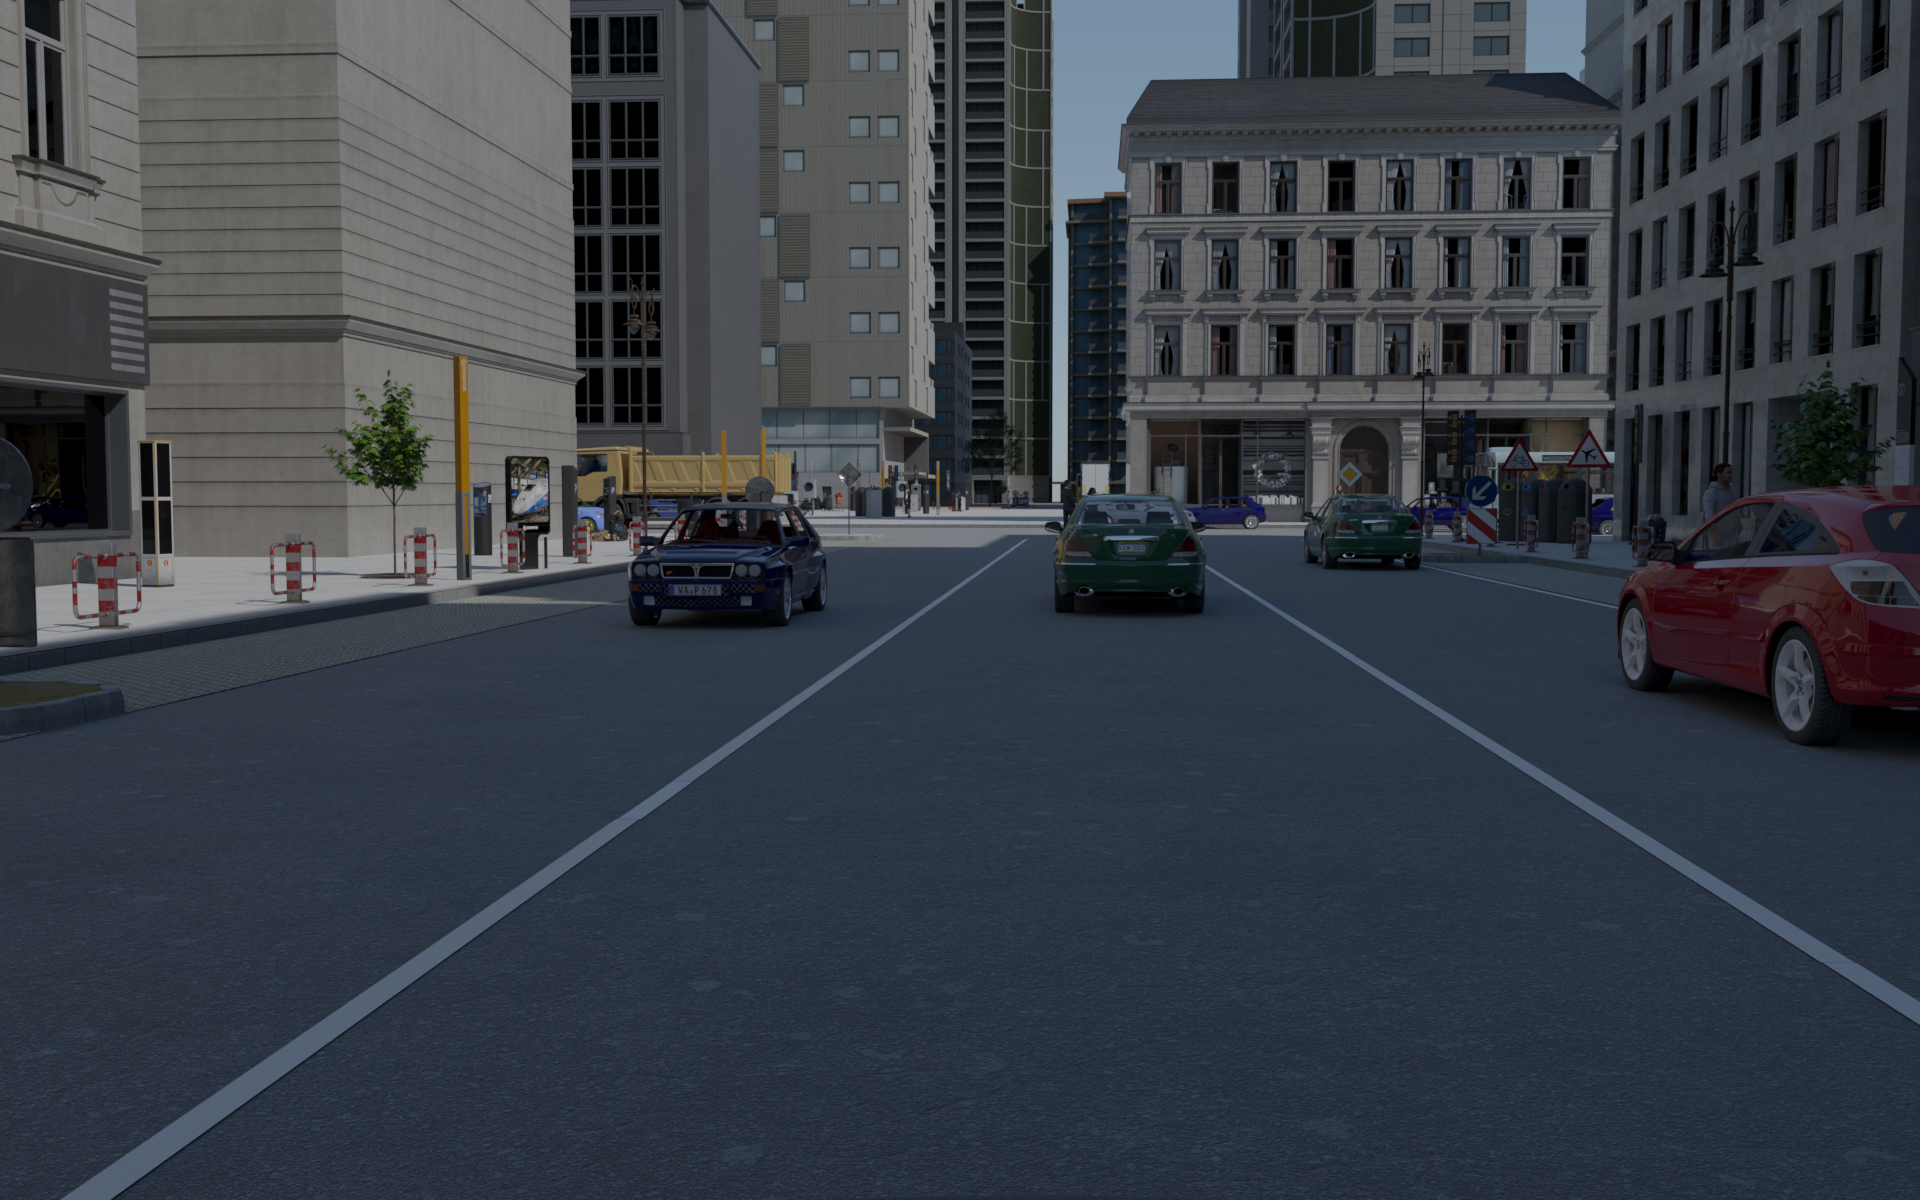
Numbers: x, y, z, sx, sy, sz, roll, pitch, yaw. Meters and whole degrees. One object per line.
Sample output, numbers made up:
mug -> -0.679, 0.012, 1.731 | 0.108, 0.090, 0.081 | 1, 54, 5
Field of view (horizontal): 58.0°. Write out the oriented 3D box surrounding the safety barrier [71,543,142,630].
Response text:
safety barrier -> -8.100, -0.134, 16.462 | 0.300, 0.817, 1.120 | 0, 4, 4

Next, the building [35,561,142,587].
building -> -21.781, -14.122, 7.309 | 17.030, 29.872, 44.131 | 0, 4, 4

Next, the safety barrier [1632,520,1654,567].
safety barrier -> 11.995, -0.988, 30.423 | 0.300, 0.817, 1.120 | 0, 4, 4

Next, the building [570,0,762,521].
building -> -23.051, -17.928, 86.623 | 24.014, 27.812, 14.314 | 0, 4, 4

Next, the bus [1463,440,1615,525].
bus -> 24.972, -4.239, 64.165 | 13.247, 3.499, 2.948 | 0, 4, 6

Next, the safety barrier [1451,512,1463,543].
safety barrier -> 13.151, -1.928, 45.803 | 0.300, 0.817, 1.120 | 0, 4, 4

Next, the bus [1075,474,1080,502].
bus -> 13.717, -11.828, 184.927 | 2.896, 3.916, 12.252 | 0, 4, 4

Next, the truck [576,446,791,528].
truck -> -11.945, -4.581, 70.817 | 9.791, 3.379, 3.469 | 0, 4, 5

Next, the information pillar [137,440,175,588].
information pillar -> -11.060, -1.183, 23.841 | 0.304, 2.012, 0.304 | 1, 4, 20

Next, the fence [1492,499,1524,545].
fence -> 13.926, -2.025, 44.315 | 0.480, 1.192, 2.264 | 0, 4, 1

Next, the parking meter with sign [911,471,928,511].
parking meter with sign -> -3.392, -8.373, 133.163 | 1.738, 3.016, 0.543 | -1, 4, -12

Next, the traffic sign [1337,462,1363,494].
traffic sign -> 11.964, -3.033, 53.226 | 0.795, 2.450, 0.064 | 0, 4, 4

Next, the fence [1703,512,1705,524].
fence -> 13.308, -1.097, 29.141 | 0.480, 1.192, 2.264 | -1, 4, -21

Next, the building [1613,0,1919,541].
building -> 22.574, -11.237, 38.478 | 10.420, 20.320, 16.860 | 0, 4, 4

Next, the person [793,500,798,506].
person -> -6.619, -3.380, 68.772 | 0.382, 1.210, 0.505 | -3, 5, -41

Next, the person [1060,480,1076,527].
person -> 3.565, -2.952, 56.134 | 0.648, 1.900, 0.474 | 3, 5, 41

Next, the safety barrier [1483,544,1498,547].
safety barrier -> 12.860, -1.693, 41.953 | 0.300, 0.817, 1.120 | 0, 4, 4

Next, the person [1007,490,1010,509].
person -> 4.196, -8.647, 149.967 | 0.705, 1.814, 1.350 | 0, 4, 1

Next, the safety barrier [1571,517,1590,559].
safety barrier -> 12.281, -1.223, 34.275 | 0.300, 0.817, 1.120 | 0, 4, 4

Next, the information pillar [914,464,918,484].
information pillar -> -3.460, -8.890, 136.699 | 0.183, 3.616, 0.504 | 2, 4, 25

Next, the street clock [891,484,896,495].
street clock -> -4.965, -7.658, 129.786 | 0.358, 2.002, 0.471 | -1, 4, -23

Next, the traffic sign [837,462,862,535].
traffic sign -> -3.485, -3.105, 54.408 | 0.795, 2.450, 0.064 | 0, 4, 4

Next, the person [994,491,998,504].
person -> 4.574, -13.015, 220.921 | 0.705, 1.869, 1.348 | 1, 4, 13

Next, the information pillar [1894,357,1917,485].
information pillar -> 16.044, -2.329, 29.434 | 0.183, 3.616, 0.504 | 0, 4, 2

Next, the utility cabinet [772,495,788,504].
utility cabinet -> -8.207, -4.037, 77.165 | 1.020, 1.237, 0.306 | -1, 4, -14

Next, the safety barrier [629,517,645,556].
safety barrier -> -6.652, -1.309, 35.672 | 0.300, 0.817, 1.120 | 0, 4, 4

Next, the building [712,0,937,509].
building -> -16.630, -34.808, 158.343 | 28.713, 52.752, 27.495 | 0, 4, 4

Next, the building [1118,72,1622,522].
building -> 9.292, -14.145, 82.185 | 40.483, 20.767, 10.553 | 0, 4, 4

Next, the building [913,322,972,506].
building -> -13.972, -21.521, 196.900 | 28.899, 21.520, 27.650 | 0, 4, 4

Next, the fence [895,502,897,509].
fence -> -4.743, -6.902, 128.228 | 2.069, 0.683, 0.278 | -1, 4, -11

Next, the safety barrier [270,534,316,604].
safety barrier -> -7.811, -0.369, 20.307 | 0.300, 0.817, 1.120 | 0, 4, 4

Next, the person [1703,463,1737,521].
person -> 9.248, -0.751, 20.930 | 0.875, 1.805, 0.789 | -2, 4, -30

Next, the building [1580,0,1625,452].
building -> 45.092, -18.458, 79.286 | 29.804, 29.767, 11.434 | 0, 4, 4

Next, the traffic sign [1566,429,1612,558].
traffic sign -> 12.640, -2.133, 34.879 | 0.884, 2.594, 0.081 | 1, 4, 10

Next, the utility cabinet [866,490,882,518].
utility cabinet -> -4.645, -5.178, 93.343 | 0.318, 1.500, 1.173 | 2, 4, 28

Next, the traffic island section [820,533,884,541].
traffic island section -> -3.509, -1.969, 54.471 | 2.009, 0.180, 2.903 | 0, 4, 4

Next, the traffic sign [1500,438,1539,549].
traffic sign -> 12.965, -2.459, 40.216 | 0.884, 2.594, 0.081 | 0, 4, 5

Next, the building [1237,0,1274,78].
building -> 38.842, -38.843, 177.084 | 21.231, 58.520, 28.212 | 0, 4, 4

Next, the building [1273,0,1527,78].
building -> 36.529, -43.633, 151.653 | 20.563, 71.187, 20.611 | 0, 4, 4

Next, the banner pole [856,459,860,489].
banner pole -> -7.289, -8.214, 124.317 | 0.401, 3.779, 0.863 | -2, 4, -24

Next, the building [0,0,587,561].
building -> -33.158, -16.342, 43.601 | 44.131, 29.872, 17.030 | 0, 4, 4

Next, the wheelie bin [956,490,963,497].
wheelie bin -> -0.167, -7.673, 133.357 | 0.693, 1.594, 0.980 | 1, 4, 18

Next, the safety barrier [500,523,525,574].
safety barrier -> -7.228, -0.839, 27.993 | 0.300, 0.817, 1.120 | 0, 4, 4

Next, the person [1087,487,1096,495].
person -> 4.180, -2.671, 53.648 | 0.593, 1.643, 0.415 | -1, 4, -14

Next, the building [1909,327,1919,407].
building -> 22.632, -13.717, 17.788 | 14.314, 27.812, 24.014 | 0, 4, 4

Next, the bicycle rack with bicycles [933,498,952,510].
bicycle rack with bicycles -> -1.115, -7.823, 141.282 | 2.852, 0.926, 2.925 | 0, 4, 3

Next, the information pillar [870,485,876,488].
information pillar -> -6.702, -7.878, 133.303 | 0.304, 2.012, 0.304 | 3, 5, 45

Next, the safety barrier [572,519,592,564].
safety barrier -> -6.940, -1.074, 31.832 | 0.300, 0.817, 1.120 | 0, 4, 4

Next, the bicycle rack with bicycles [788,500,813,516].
bicycle rack with bicycles -> -9.772, -5.428, 102.130 | 2.852, 0.926, 2.925 | 3, 5, 43

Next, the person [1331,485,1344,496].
person -> 14.716, -3.583, 67.328 | 0.600, 1.795, 0.529 | -1, 4, -10

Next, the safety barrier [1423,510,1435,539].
safety barrier -> 13.442, -2.163, 49.643 | 0.300, 0.817, 1.120 | 0, 4, 4

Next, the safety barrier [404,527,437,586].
safety barrier -> -7.521, -0.604, 24.146 | 0.300, 0.817, 1.120 | 0, 4, 4

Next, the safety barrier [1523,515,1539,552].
safety barrier -> 12.571, -1.458, 38.114 | 0.300, 0.817, 1.120 | 0, 4, 4

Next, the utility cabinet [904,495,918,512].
utility cabinet -> -3.521, -6.906, 124.076 | 1.020, 1.237, 0.306 | 0, 4, -2

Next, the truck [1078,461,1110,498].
truck -> 11.941, -10.093, 153.926 | 2.839, 4.237, 11.283 | 0, 4, 4
